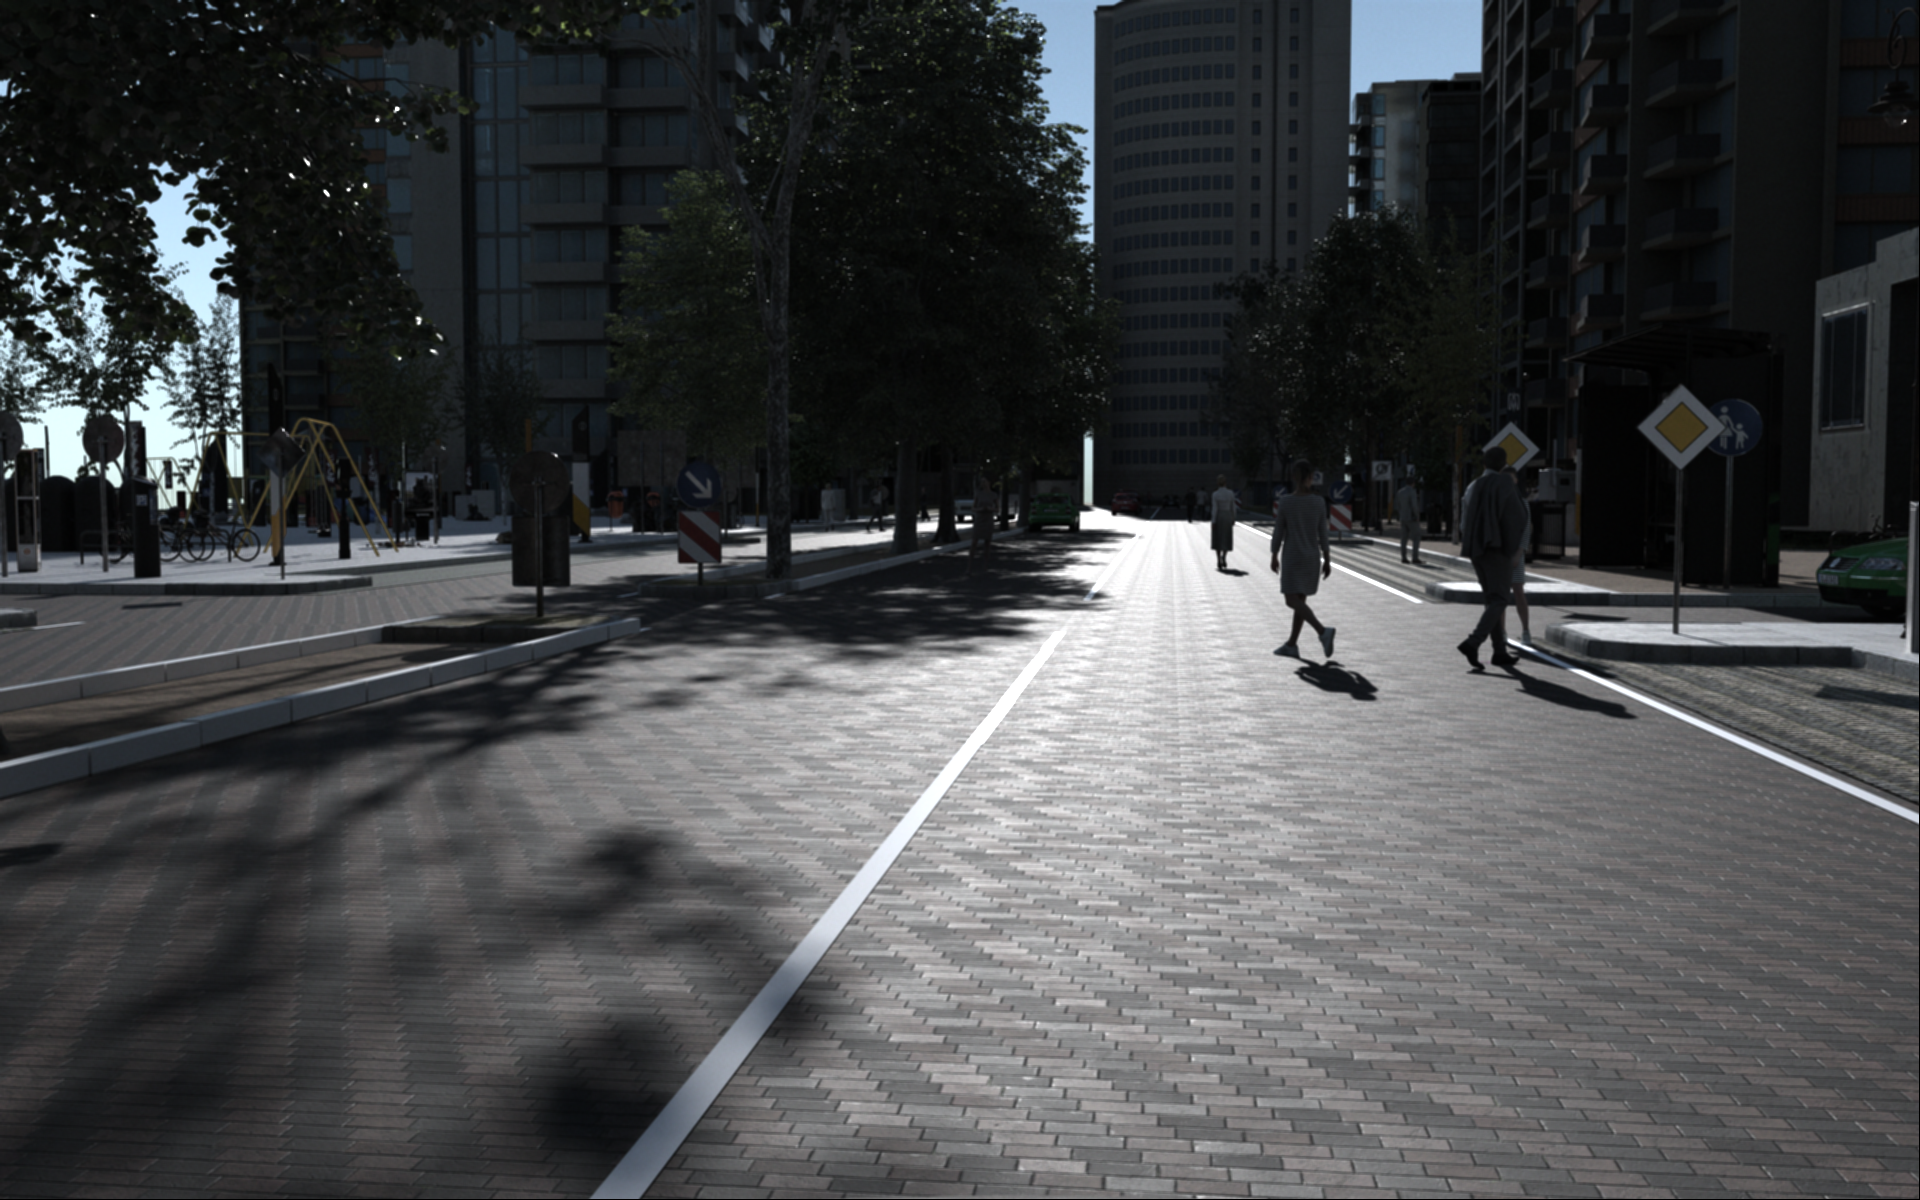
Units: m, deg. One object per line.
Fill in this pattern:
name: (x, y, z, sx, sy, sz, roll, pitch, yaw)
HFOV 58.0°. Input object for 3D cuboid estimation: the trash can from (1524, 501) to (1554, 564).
trash can: (10.412, -1.255, 32.174, 0.748, 1.137, 0.748, 0, 3, 0)

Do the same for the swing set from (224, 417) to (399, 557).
swing set: (-13.600, -2.387, 36.642, 2.862, 2.851, 3.119, -1, 4, -10)

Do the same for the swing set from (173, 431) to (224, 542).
swing set: (-17.862, -2.872, 44.582, 2.862, 2.851, 3.119, 2, 4, 30)

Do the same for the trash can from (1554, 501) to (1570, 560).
trash can: (11.548, -1.363, 33.945, 0.748, 1.137, 0.748, 0, 3, 0)

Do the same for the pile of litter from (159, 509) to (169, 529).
pile of litter: (-28.625, -2.996, 62.954, 1.719, 0.858, 1.176, 0, 4, 8)

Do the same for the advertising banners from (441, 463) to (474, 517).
advertising banners: (-28.132, -6.147, 96.698, 2.074, 3.025, 0.090, -2, 4, -34)

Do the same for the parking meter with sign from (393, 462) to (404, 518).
parking meter with sign: (-30.253, -5.981, 94.054, 0.543, 3.016, 1.738, -2, 4, -31)

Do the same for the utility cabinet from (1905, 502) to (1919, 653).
utility cabinet: (8.212, -0.168, 13.913, 1.020, 1.237, 0.306, 1, 4, 19)

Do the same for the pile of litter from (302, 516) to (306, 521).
pile of litter: (-30.625, -4.157, 81.929, 1.176, 0.858, 1.719, 1, 4, 11)

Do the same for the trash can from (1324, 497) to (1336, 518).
trash can: (19.935, -4.985, 93.152, 0.748, 1.137, 0.748, 0, 3, 0)

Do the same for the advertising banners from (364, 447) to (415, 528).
advertising banners: (-21.315, -4.221, 65.204, 2.074, 3.025, 0.090, -2, 4, -26)

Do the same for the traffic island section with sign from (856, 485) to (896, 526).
traffic island section with sign: (-3.550, -4.240, 77.948, 1.989, 1.847, 2.006, 0, 4, 7)

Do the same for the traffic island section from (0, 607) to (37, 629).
traffic island section: (-11.157, 0.256, 18.095, 2.009, 0.180, 2.903, 0, 4, 7)

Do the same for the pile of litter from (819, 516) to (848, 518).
pile of litter: (-6.899, -4.843, 93.146, 1.719, 0.858, 1.176, 2, 4, 24)

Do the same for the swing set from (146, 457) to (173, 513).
swing set: (-34.462, -4.706, 74.567, 3.119, 2.851, 2.862, 3, 5, 43)

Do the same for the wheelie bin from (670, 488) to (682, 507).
wheelie bin: (-14.839, -5.106, 91.389, 0.980, 1.594, 0.693, 1, 4, 12)

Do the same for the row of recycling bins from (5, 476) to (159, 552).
row of recycling bins: (-19.690, -1.934, 38.730, 3.534, 1.692, 1.069, 0, 4, 3)

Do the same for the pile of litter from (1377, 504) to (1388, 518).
pile of litter: (22.399, -4.800, 92.449, 1.176, 0.858, 1.719, 2, 4, 29)

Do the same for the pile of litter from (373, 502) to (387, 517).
pile of litter: (-33.050, -5.127, 97.784, 1.719, 0.858, 1.176, -1, 4, -18)

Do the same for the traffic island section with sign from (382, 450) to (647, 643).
traffic island section with sign: (-4.472, -0.574, 17.522, 2.006, 1.907, 1.989, 0, 4, 7)

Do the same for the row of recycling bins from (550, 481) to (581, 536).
row of recycling bins: (-12.463, -2.927, 54.975, 1.069, 1.692, 3.534, 0, 4, -7)

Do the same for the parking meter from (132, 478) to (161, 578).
parking meter: (-12.543, -1.119, 26.701, 0.372, 1.533, 0.369, 0, 3, 0)

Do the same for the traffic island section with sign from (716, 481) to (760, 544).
traffic island section with sign: (-6.894, -2.555, 50.407, 1.989, 1.847, 2.006, 0, 4, 7)

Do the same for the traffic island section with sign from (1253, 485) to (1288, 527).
traffic island section with sign: (13.958, -4.146, 76.420, 1.989, 1.847, 2.006, 0, 4, 7)

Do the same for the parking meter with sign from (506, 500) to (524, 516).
parking meter with sign: (-26.194, -6.540, 103.185, 0.543, 3.016, 1.738, 3, 4, 38)

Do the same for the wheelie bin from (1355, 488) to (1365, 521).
wheelie bin: (19.088, -4.622, 83.486, 0.980, 1.594, 0.693, 0, 4, 5)

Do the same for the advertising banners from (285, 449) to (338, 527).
advertising banners: (-25.151, -4.338, 67.122, 2.074, 3.025, 0.090, -1, 4, -13)

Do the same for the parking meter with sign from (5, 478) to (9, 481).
parking meter with sign: (-46.490, -5.379, 84.211, 1.738, 3.016, 0.543, 0, 4, -7)

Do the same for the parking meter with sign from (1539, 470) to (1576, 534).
parking meter with sign: (19.622, -3.658, 56.070, 1.738, 3.016, 0.543, 1, 4, 15)

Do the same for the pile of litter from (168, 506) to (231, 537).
pile of litter: (-22.931, -2.357, 52.506, 1.719, 0.858, 1.176, -1, 4, -21)

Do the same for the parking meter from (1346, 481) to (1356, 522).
parking meter: (17.939, -4.515, 79.531, 0.255, 1.863, 0.399, -3, 5, -40)

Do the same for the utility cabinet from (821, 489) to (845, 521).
utility cabinet: (-5.895, -4.391, 80.473, 1.173, 1.500, 0.318, 2, 4, 31)

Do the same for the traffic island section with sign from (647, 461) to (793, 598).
traffic island section with sign: (-3.569, -1.024, 24.874, 2.006, 1.907, 1.989, 0, 4, 7)

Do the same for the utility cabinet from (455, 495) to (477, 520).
utility cabinet: (-24.464, -4.564, 85.789, 1.020, 1.237, 0.306, 0, 4, -3)

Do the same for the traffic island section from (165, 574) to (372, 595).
traffic island section: (-10.194, -0.229, 26.022, 2.009, 0.180, 2.903, 0, 4, 7)

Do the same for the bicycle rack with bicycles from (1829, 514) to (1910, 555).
bicycle rack with bicycles: (16.515, -1.004, 29.799, 2.925, 0.926, 2.852, 0, 4, 3)

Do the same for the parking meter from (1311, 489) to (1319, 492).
parking meter: (17.529, -4.715, 85.502, 0.372, 1.533, 0.369, 0, 3, 0)

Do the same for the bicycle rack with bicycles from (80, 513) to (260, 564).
bicycle rack with bicycles: (-15.025, -1.159, 32.333, 2.925, 0.926, 2.852, 1, 4, 20)

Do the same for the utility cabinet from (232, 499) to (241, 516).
utility cabinet: (-42.765, -5.733, 102.413, 0.318, 1.500, 1.173, -1, 4, -12)

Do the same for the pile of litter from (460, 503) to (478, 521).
pile of litter: (-23.204, -4.225, 83.051, 1.719, 0.858, 1.176, 3, 4, 39)

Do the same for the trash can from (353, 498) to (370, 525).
trash can: (-24.679, -3.656, 71.437, 0.748, 1.137, 0.748, 0, 3, 0)

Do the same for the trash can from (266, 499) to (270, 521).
trash can: (-31.413, -4.133, 79.228, 0.748, 1.137, 0.748, 0, 3, 0)

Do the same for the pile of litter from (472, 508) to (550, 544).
pile of litter: (-11.553, -1.904, 45.095, 1.176, 0.858, 1.719, 3, 5, 43)

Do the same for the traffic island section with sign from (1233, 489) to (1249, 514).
traffic island section with sign: (19.854, -7.117, 124.998, 1.989, 1.847, 2.006, 0, 4, 7)

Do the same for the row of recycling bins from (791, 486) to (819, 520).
row of recycling bins: (-8.185, -4.852, 86.444, 1.069, 1.692, 3.534, 2, 4, 26)

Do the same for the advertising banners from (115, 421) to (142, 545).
advertising banners: (-20.343, -2.788, 41.776, 2.074, 3.025, 0.090, 2, 4, 30)

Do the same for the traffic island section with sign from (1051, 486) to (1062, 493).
traffic island section with sign: (5.480, -5.586, 99.468, 2.006, 1.907, 1.989, 0, 4, 7)

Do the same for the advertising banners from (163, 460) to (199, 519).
advertising banners: (-40.612, -5.760, 90.369, 0.090, 3.025, 2.074, 2, 4, 34)

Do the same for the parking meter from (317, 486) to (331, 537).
parking meter: (-18.941, -2.640, 51.576, 0.372, 1.533, 0.369, 0, 3, 0)

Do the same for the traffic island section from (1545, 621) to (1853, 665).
traffic island section: (6.604, 0.388, 15.941, 2.009, 0.180, 2.903, 0, 4, 7)

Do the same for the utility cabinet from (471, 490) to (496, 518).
utility cabinet: (-25.278, -5.089, 91.891, 1.173, 1.500, 0.318, 0, 4, 1)

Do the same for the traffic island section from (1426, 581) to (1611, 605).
traffic island section: (7.566, -0.097, 23.868, 2.009, 0.180, 2.903, 0, 4, 7)

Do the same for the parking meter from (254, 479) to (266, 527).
parking meter: (-27.722, -3.845, 68.574, 0.399, 1.863, 0.255, 1, 4, 17)

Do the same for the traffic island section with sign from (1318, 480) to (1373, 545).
traffic island section with sign: (10.676, -2.495, 49.428, 1.989, 1.847, 2.006, 0, 4, 7)
